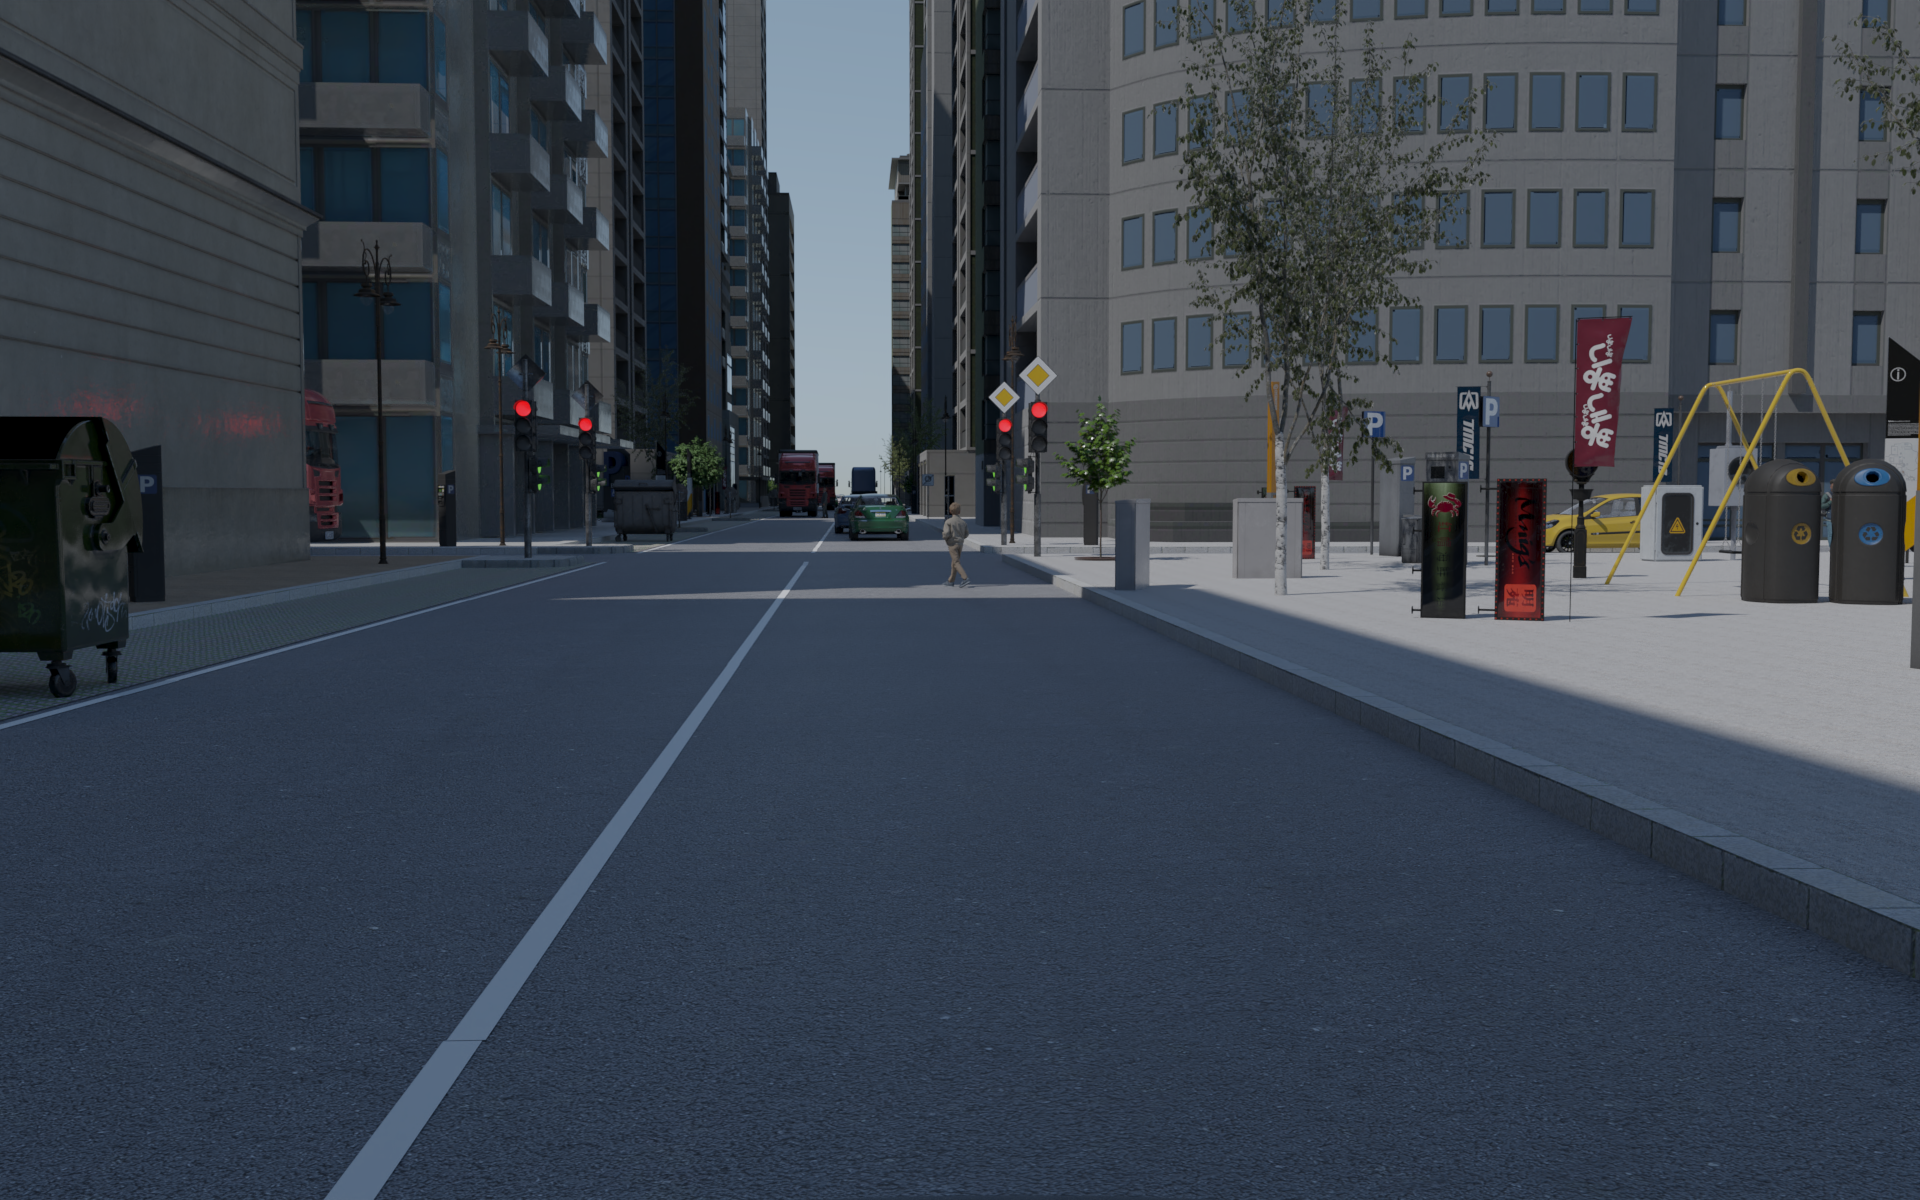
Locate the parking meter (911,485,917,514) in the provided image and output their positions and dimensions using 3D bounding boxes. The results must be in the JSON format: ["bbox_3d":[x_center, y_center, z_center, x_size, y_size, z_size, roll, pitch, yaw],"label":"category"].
[{"bbox_3d":[-2.933,-6.500,111.990,0.399,1.863,0.255,0,4,7],"label":"parking meter"}]

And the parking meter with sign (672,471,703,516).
[{"bbox_3d":[-15.716,-6.333,99.799,1.738,3.016,0.543,0,4,-8],"label":"parking meter with sign"}]

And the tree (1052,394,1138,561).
[{"bbox_3d":[2.606,-2.385,33.596,1.663,3.219,1.824,0,3,0],"label":"tree"}]

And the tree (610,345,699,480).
[{"bbox_3d":[-14.874,-8.211,84.607,4.360,8.622,3.978,0,3,0],"label":"tree"}]

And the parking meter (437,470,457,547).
[{"bbox_3d":[-12.548,-2.242,42.360,0.255,1.863,0.399,2,4,30],"label":"parking meter"}]

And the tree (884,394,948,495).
[{"bbox_3d":[-2.903,-10.777,126.562,4.737,8.622,4.395,0,3,0],"label":"tree"}]

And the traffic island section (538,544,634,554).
[{"bbox_3d":[-9.198,-1.258,42.844,2.009,0.180,2.903,0,4,-3],"label":"traffic island section"}]

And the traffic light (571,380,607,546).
[{"bbox_3d":[-9.158,-3.290,42.711,0.839,4.253,0.868,0,4,-3],"label":"traffic light"}]

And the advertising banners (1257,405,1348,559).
[{"bbox_3d":[6.740,-2.311,33.965,2.074,3.025,0.090,-1,4,-22],"label":"advertising banners"}]

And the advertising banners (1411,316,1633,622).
[{"bbox_3d":[5.644,-1.302,17.484,2.074,3.025,0.090,2,4,24],"label":"advertising banners"}]

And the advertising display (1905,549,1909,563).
[{"bbox_3d":[17.876,-1.624,31.773,0.974,1.923,0.123,3,4,38],"label":"advertising display"}]

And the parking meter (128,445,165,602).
[{"bbox_3d":[-9.717,-0.911,20.612,0.399,1.863,0.255,-3,5,-40],"label":"parking meter"}]

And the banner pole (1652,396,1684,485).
[{"bbox_3d":[18.115,-3.315,44.222,0.863,3.779,0.401,1,4,21],"label":"banner pole"}]

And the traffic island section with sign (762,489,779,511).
[{"bbox_3d":[-15.255,-8.202,142.722,1.989,1.847,2.006,0,4,-3],"label":"traffic island section with sign"}]

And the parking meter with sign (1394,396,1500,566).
[{"bbox_3d":[8.888,-2.161,31.586,0.543,3.016,1.738,-3,5,-42],"label":"parking meter with sign"}]

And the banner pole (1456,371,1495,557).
[{"bbox_3d":[10.541,-2.774,35.377,0.863,3.779,0.401,1,4,13],"label":"banner pole"}]

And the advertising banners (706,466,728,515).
[{"bbox_3d":[-15.214,-6.864,108.407,0.090,3.025,2.074,2,4,33],"label":"advertising banners"}]

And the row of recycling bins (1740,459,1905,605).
[{"bbox_3d":[11.008,-0.795,20.104,3.534,1.692,1.069,2,4,24],"label":"row of recycling bins"}]

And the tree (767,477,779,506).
[{"bbox_3d":[-21.925,-12.613,200.830,1.663,3.219,1.824,0,3,0],"label":"tree"}]

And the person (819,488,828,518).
[{"bbox_3d":[-8.112,-5.756,102.793,0.590,1.801,0.661,0,4,-8],"label":"person"}]

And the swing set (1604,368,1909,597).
[{"bbox_3d":[10.491,-1.559,23.111,2.862,2.851,3.119,0,4,3],"label":"swing set"}]

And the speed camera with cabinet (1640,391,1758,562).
[{"bbox_3d":[14.141,-2.373,33.133,2.038,3.252,0.660,0,4,-6],"label":"speed camera with cabinet"}]

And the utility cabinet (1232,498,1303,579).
[{"bbox_3d":[4.689,-0.933,26.422,1.020,1.237,0.306,0,4,-6],"label":"utility cabinet"}]

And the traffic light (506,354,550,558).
[{"bbox_3d":[-8.675,-2.802,34.741,0.839,4.253,0.868,0,4,-3],"label":"traffic light"}]

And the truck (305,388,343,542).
[{"bbox_3d":[-18.748,-2.981,37.648,11.283,4.237,2.839,0,4,-2],"label":"truck"}]

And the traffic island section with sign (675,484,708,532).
[{"bbox_3d":[-10.575,-3.473,65.418,1.989,1.847,2.006,0,4,-3],"label":"traffic island section with sign"}]

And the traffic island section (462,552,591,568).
[{"bbox_3d":[-8.716,-0.770,34.873,2.009,0.180,2.903,0,4,-3],"label":"traffic island section"}]

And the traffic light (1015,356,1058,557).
[{"bbox_3d":[1.566,-2.841,35.375,0.839,4.253,0.868,0,4,-3],"label":"traffic light"}]

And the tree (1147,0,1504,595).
[{"bbox_3d":[4.189,-4.353,21.529,4.360,8.622,3.978,0,3,0],"label":"tree"}]

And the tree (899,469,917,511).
[{"bbox_3d":[-3.690,-8.481,133.266,1.663,3.219,1.824,0,3,0],"label":"tree"}]

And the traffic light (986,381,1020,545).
[{"bbox_3d":[1.084,-3.329,43.345,0.839,4.253,0.868,0,4,-3],"label":"traffic light"}]

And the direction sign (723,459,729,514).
[{"bbox_3d":[-15.124,-7.330,111.845,0.379,3.537,0.876,-1,4,-15],"label":"direction sign"}]

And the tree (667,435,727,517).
[{"bbox_3d":[-14.633,-6.898,96.491,4.285,4.588,4.351,0,3,0],"label":"tree"}]

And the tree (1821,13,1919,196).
[{"bbox_3d":[10.378,-3.982,15.469,4.360,8.622,3.978,0,3,0],"label":"tree"}]

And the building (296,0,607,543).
[{"bbox_3d":[-23.957,-26.714,56.377,23.786,49.044,30.456,0,4,-3],"label":"building"}]

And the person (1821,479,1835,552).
[{"bbox_3d":[20.408,-1.933,40.447,0.623,1.781,0.721,-1,4,-21],"label":"person"}]

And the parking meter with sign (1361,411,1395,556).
[{"bbox_3d":[9.011,-2.415,35.743,0.543,3.016,1.738,-1,4,-22],"label":"parking meter with sign"}]

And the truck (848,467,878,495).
[{"bbox_3d":[-9.046,-10.756,165.623,2.967,4.110,18.799,0,4,-5],"label":"truck"}]

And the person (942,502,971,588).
[{"bbox_3d":[-0.077,-0.846,26.605,0.640,1.303,0.475,3,5,41],"label":"person"}]

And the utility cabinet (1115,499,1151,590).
[{"bbox_3d":[2.340,-0.757,23.533,0.306,1.237,1.020,1,4,17],"label":"utility cabinet"}]

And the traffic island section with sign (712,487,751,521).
[{"bbox_3d":[-12.227,-5.137,92.612,1.989,1.847,2.006,0,4,-3],"label":"traffic island section with sign"}]

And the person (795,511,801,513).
[{"bbox_3d":[-12.359,-7.551,132.049,1.350,1.814,0.705,-3,5,-45],"label":"person"}]

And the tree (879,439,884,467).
[{"bbox_3d":[-7.838,-15.900,210.328,4.737,8.622,4.395,0,3,0],"label":"tree"}]

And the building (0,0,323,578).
[{"bbox_3d":[-26.395,-11.718,24.878,30.059,22.955,16.112,0,4,-3],"label":"building"}]

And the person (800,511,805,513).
[{"bbox_3d":[-12.290,-7.705,134.469,1.348,1.826,0.705,-2,4,-31],"label":"person"}]

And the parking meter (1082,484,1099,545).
[{"bbox_3d":[3.265,-2.305,43.394,0.399,1.863,0.255,1,4,11],"label":"parking meter"}]

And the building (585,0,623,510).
[{"bbox_3d":[-27.341,-40.592,101.932,20.563,71.187,20.611,0,4,-3],"label":"building"}]

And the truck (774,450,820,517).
[{"bbox_3d":[-10.416,-7.532,112.055,2.839,4.237,11.283,0,4,-4],"label":"truck"}]

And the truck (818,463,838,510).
[{"bbox_3d":[-12.524,-10.234,156.244,2.839,4.237,11.283,0,4,-5],"label":"truck"}]
